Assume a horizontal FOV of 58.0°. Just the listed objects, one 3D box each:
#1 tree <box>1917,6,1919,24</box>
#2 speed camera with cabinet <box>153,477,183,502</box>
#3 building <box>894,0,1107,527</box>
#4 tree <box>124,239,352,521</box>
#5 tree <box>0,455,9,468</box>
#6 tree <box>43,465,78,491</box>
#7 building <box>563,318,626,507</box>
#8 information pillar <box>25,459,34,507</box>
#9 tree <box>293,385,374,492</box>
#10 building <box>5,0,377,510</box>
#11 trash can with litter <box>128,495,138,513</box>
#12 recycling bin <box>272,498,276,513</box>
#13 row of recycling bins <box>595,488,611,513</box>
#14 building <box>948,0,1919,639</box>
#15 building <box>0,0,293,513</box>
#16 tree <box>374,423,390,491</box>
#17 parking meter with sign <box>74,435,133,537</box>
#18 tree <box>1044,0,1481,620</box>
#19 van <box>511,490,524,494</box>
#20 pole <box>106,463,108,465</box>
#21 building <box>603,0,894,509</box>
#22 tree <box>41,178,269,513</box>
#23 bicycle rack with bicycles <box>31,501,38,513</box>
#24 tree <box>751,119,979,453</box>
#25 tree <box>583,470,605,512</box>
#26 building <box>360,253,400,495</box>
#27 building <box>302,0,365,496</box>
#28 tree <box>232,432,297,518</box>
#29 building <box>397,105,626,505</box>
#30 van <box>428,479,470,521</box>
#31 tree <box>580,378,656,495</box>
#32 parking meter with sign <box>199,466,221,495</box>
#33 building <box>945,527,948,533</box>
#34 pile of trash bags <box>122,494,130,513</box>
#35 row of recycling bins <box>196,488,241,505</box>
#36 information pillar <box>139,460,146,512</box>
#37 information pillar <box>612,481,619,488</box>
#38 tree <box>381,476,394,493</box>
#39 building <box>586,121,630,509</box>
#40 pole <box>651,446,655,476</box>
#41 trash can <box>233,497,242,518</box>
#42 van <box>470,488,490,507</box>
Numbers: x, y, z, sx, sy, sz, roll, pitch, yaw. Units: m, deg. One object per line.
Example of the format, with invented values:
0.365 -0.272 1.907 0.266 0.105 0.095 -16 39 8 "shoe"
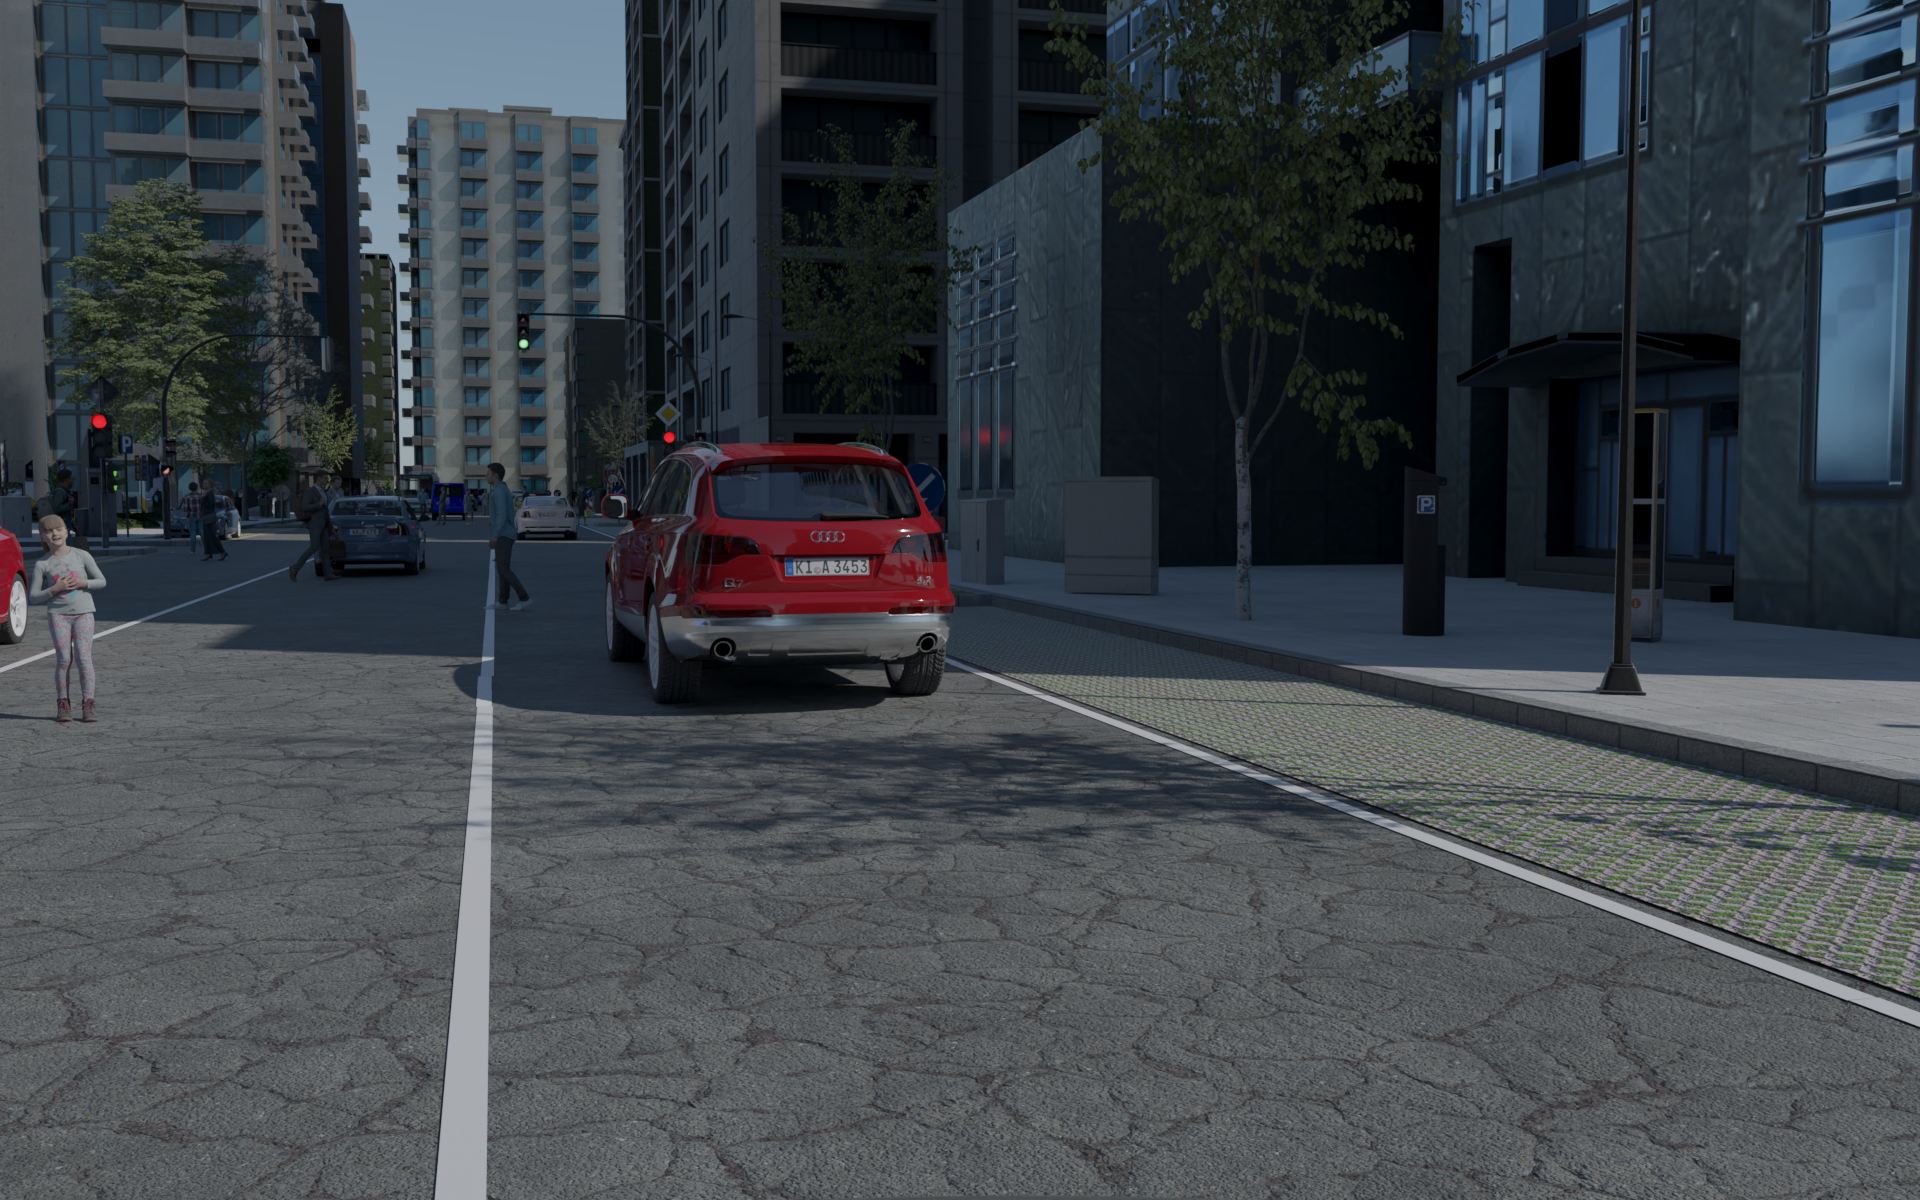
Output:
5.377 -3.460 6.936 4.360 8.622 3.978 0 3 0 "tree"
-44.308 -6.273 96.901 0.660 3.252 2.038 0 4 6 "speed camera with cabinet"
-5.579 -39.506 84.178 20.563 71.187 20.611 -1 4 -15 "building"
-34.217 -10.542 82.738 12.009 13.543 11.850 0 3 0 "tree"
-49.872 -6.335 87.288 4.285 4.588 4.351 0 3 0 "tree"
-52.369 -6.523 101.250 1.663 3.219 1.824 0 3 0 "tree"
-28.131 -20.951 187.587 27.650 21.520 28.899 -1 4 -15 "building"
-62.334 -7.627 116.061 0.504 3.616 0.183 -3 5 -41 "information pillar"
-41.559 -9.967 113.318 4.737 8.622 4.395 0 3 0 "tree"
-76.147 -34.052 176.366 30.456 49.044 23.786 -1 4 -15 "building"
-51.152 -5.932 108.047 1.678 1.210 2.233 3 4 38 "trash can with litter"
-46.377 -6.337 116.165 0.722 1.027 0.722 1 4 15 "recycling bin"
-22.771 -6.695 116.567 3.534 1.692 1.069 -1 4 -18 "row of recycling bins"
14.507 -43.599 25.519 22.319 86.520 31.000 -1 4 -15 "building"
-61.125 -31.286 131.134 23.786 49.044 30.456 -1 4 -15 "building"
-57.374 -13.289 167.638 4.737 8.622 4.395 0 3 0 "tree"
-25.493 -3.376 51.464 1.738 3.016 0.543 1 4 12 "parking meter with sign"
2.876 -4.086 17.174 4.737 8.622 4.395 0 3 0 "tree"
-43.049 -9.893 168.762 2.013 2.044 4.112 -1 4 -16 "van"
-55.046 -7.224 111.955 0.158 3.312 0.155 0 3 0 "pole"
-17.857 -42.825 138.447 20.563 71.187 20.611 -1 4 -15 "building"
-29.138 -8.851 62.847 7.486 12.596 7.792 0 3 0 "tree"
-48.745 -4.795 91.773 2.925 0.926 2.852 0 4 -1 "bicycle rack with bicycles"
-1.720 -5.080 33.424 4.737 8.622 4.395 0 3 0 "tree"
-26.416 -8.062 126.420 1.663 3.219 1.824 0 3 0 "tree"
-74.758 -26.639 207.248 14.107 30.474 14.160 -1 4 -15 "building"
-61.474 -30.879 154.982 14.600 45.320 14.200 -1 4 -15 "building"
-37.115 -6.648 92.402 4.285 4.588 4.351 0 3 0 "tree"
-53.849 -36.517 216.653 30.456 49.044 23.786 -1 4 -15 "building"
-28.109 -5.559 95.278 2.240 2.365 5.245 -1 4 -16 "van"
-21.281 -9.699 108.943 4.360 8.622 3.978 0 3 0 "tree"
-46.912 -6.900 109.070 1.738 3.016 0.543 0 4 -8 "parking meter with sign"
1.326 -38.311 64.631 20.611 71.187 20.563 -1 4 -15 "building"
-49.957 -5.666 102.384 1.912 1.369 3.447 -1 4 -17 "pile of trash bags"
-50.097 -6.744 117.376 3.534 1.692 1.069 -1 4 -23 "row of recycling bins"
-52.173 -7.289 110.534 0.504 3.616 0.183 1 4 22 "information pillar"
-19.704 -5.791 99.176 0.304 2.012 0.304 3 5 42 "information pillar"
-61.426 -11.736 186.479 1.663 3.219 1.824 0 3 0 "tree"
-18.494 -28.770 162.266 32.217 40.220 23.993 -1 4 -15 "building"
-13.054 -4.879 73.609 0.158 3.312 0.155 0 3 0 "pole"
-37.165 -4.760 89.473 0.748 1.137 0.748 0 3 0 "trash can"
-52.023 -11.175 187.091 2.240 2.365 5.245 -1 4 -13 "van"
